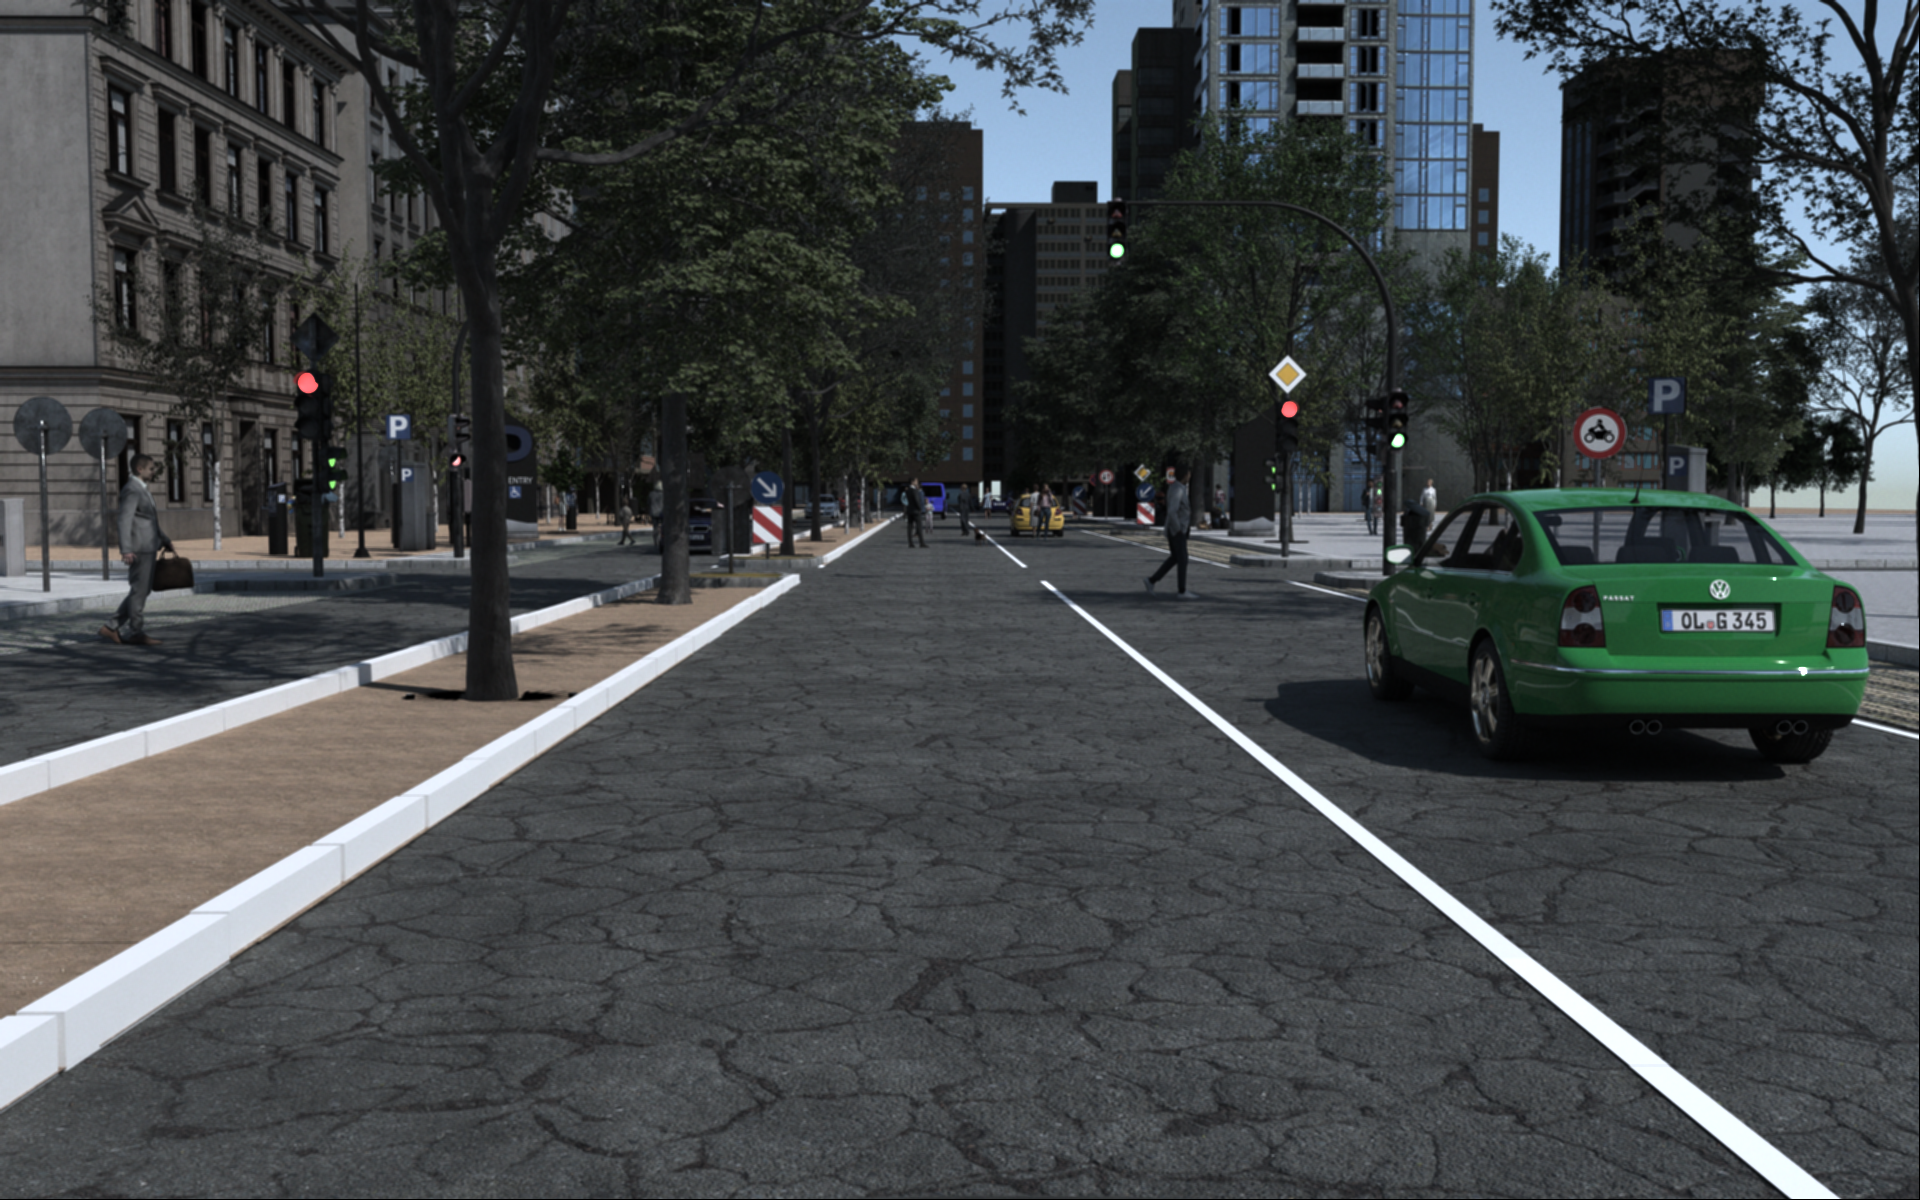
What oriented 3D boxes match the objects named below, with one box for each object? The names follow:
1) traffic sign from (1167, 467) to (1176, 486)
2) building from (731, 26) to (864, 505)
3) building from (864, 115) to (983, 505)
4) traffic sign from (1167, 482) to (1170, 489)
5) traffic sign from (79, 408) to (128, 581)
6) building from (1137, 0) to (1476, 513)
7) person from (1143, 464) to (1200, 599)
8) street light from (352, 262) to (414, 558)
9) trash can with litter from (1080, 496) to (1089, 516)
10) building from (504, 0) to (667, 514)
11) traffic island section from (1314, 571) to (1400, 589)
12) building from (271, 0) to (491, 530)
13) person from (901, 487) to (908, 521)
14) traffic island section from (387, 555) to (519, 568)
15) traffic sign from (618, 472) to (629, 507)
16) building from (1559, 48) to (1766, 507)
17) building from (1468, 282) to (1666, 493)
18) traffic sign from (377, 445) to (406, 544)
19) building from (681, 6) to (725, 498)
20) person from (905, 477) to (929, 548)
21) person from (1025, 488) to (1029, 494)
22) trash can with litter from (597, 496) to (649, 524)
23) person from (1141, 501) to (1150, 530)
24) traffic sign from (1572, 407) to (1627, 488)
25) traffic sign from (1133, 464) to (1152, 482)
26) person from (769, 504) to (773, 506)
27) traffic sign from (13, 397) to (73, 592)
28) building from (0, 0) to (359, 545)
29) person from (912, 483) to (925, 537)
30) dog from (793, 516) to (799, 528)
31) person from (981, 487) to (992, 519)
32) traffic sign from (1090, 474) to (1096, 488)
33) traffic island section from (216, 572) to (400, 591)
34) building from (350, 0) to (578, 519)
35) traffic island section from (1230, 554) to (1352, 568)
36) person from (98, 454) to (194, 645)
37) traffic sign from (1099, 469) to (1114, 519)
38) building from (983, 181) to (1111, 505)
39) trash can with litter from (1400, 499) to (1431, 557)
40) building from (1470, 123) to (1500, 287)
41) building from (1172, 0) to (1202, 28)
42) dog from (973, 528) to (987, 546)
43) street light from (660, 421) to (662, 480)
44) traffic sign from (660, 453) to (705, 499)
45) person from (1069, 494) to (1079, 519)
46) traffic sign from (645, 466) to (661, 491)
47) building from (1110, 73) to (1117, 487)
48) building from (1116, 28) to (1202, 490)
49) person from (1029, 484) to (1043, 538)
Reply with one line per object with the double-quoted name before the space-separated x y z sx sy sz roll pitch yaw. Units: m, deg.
"traffic sign" 10.001 -5.009 82.010 0.768 2.556 0.104 0 4 2
"building" -25.841 -40.958 211.666 28.212 58.520 21.231 0 4 -1
"building" -4.568 -34.116 207.904 14.200 45.320 14.600 0 4 -1
"traffic sign" 10.071 -5.095 83.412 0.768 2.556 0.104 0 4 3
"traffic sign" -12.668 -1.560 25.612 0.768 2.556 0.104 0 4 7
"building" 26.332 -50.118 132.102 22.319 86.520 31.000 0 4 -1
"person" 2.912 -0.948 23.840 0.795 1.843 0.661 1 4 10
"street light" -11.507 -3.802 34.710 1.470 5.913 1.316 0 4 -1
"trash can with litter" 7.289 -5.478 100.953 0.624 1.170 1.055 0 4 -5
"building" -32.289 -28.713 124.086 22.147 44.769 28.867 0 4 -1
"traffic island section" 6.744 -0.300 27.185 2.009 0.180 2.903 0 4 -1
"building" -25.960 -13.559 70.840 9.793 20.994 18.267 0 4 -1
"person" -2.893 -5.084 91.639 0.620 1.820 0.660 3 4 38
"traffic island section" -10.118 -0.773 34.918 2.009 0.180 2.903 0 4 -1
"traffic sign" -15.325 -4.681 78.663 0.606 2.300 0.079 0 3 0
"building" 69.036 -31.926 172.106 14.200 45.320 14.600 0 4 -1
"building" 47.193 -19.604 165.556 28.899 21.520 27.650 0 4 -1
"traffic sign" -14.673 -2.729 44.731 0.768 2.556 0.104 0 4 5
"building" -36.028 -35.057 162.423 27.495 52.752 28.713 0 4 -1
"person" -1.184 -2.363 46.495 0.474 1.900 0.648 -3 5 -44
"person" 3.520 -5.192 93.960 0.524 1.755 0.480 -1 4 -12
"trash can with litter" -14.408 -3.860 74.173 2.233 1.210 1.678 0 4 -6
"person" 6.674 -3.005 61.903 0.394 1.301 0.425 2 4 27
"traffic sign" 9.315 -1.542 25.319 0.768 2.556 0.104 0 4 5
"traffic sign" 7.839 -4.557 74.235 0.795 2.593 0.064 0 4 5
"person" -7.910 -3.596 71.958 0.362 1.253 0.373 2 4 25
"traffic sign" -11.994 -1.380 22.666 0.768 2.556 0.104 0 4 0
"building" -26.230 -11.450 51.835 10.561 19.102 19.286 0 4 -1
"person" -1.369 -3.014 57.958 0.419 1.800 0.721 -1 4 -13
"dog" -7.033 -3.228 72.070 0.406 0.507 0.540 3 5 39
"person" 1.513 -5.458 97.836 0.616 1.811 0.778 1 4 17
"traffic sign" 8.483 -6.616 108.284 0.768 2.556 0.104 0 4 6
"traffic island section" -9.995 -0.285 26.934 2.009 0.180 2.903 0 4 -1
"building" -28.190 -18.583 89.729 13.634 28.700 20.117 0 4 -1
"traffic island section" 6.622 -0.788 35.170 2.009 0.180 2.903 0 4 -1
"person" -7.769 -0.479 16.458 0.853 1.813 0.709 -1 4 -18
"traffic sign" 7.488 -5.414 88.625 0.768 2.556 0.104 0 4 2
"building" 14.380 -32.172 217.889 23.993 40.220 32.217 0 4 -1
"trash can with litter" 9.562 -1.477 35.529 0.624 1.170 1.055 -3 5 -39
"building" 55.407 -34.182 208.990 14.200 45.320 14.600 0 4 -1
"building" 37.213 -47.241 210.645 20.611 71.187 20.563 0 4 -1
"dog" 0.554 -1.727 47.521 0.540 0.507 0.406 1 4 23
"street light" -12.136 -6.178 73.557 1.470 5.913 1.316 0 4 -1
"traffic sign" -13.635 -5.579 85.094 2.265 3.308 0.079 1 4 9
"person" 6.091 -5.077 91.857 0.624 1.780 0.694 -2 4 -35
"traffic sign" -14.038 -4.861 79.487 0.884 2.594 0.081 0 4 6
"building" 21.749 -29.797 170.770 14.154 41.232 14.086 0 4 -1
"building" 22.170 -28.898 156.074 14.154 41.232 14.086 0 4 -1
"person" 2.446 -2.882 56.185 0.480 1.755 0.524 -2 4 -24
